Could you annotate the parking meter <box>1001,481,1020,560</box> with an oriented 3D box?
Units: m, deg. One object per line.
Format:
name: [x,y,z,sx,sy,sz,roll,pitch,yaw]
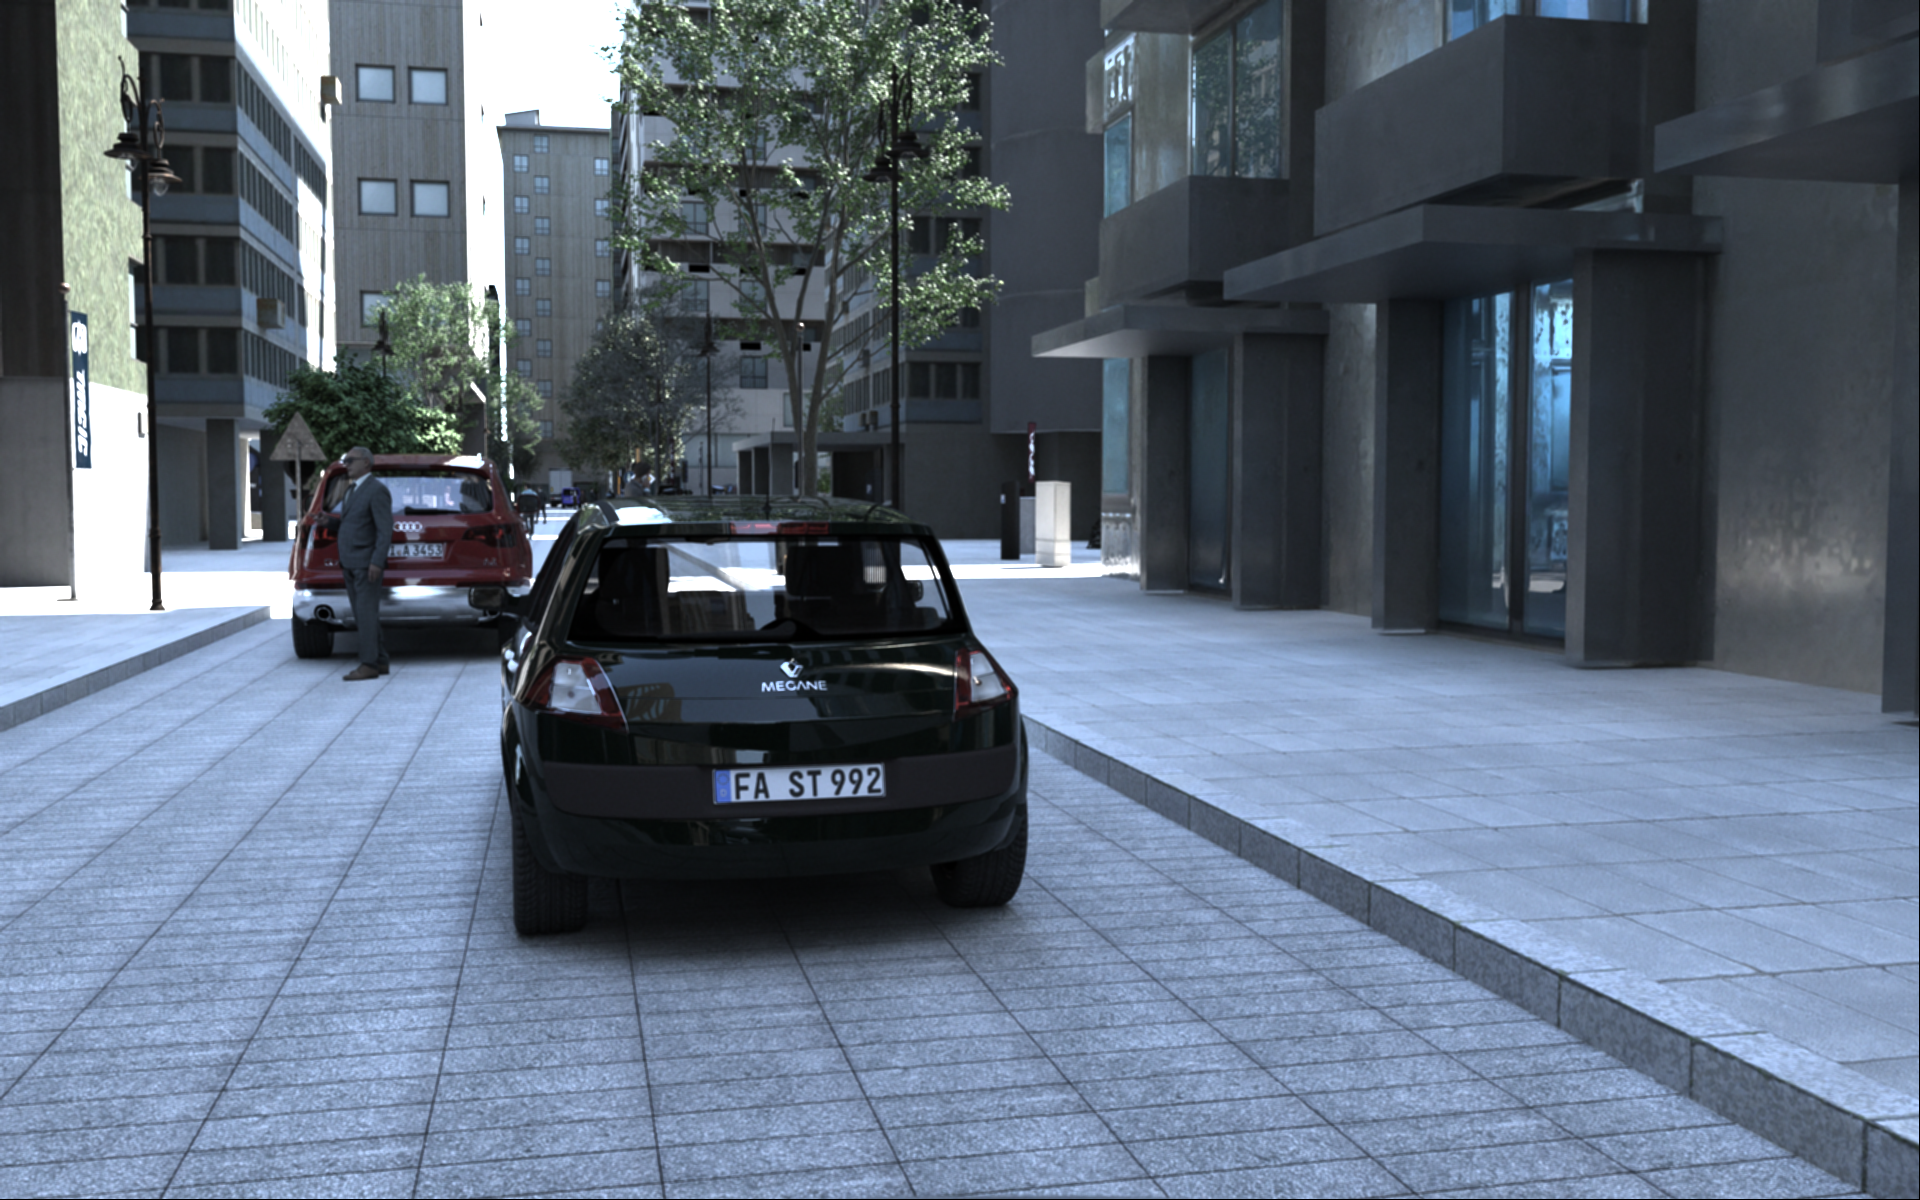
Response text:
parking meter: [0.986,-1.558,33.892,0.372,1.533,0.369,0,3,0]

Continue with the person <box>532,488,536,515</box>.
person: [-29.582,-6.816,120.041,0.679,1.850,0.850,2,4,26]

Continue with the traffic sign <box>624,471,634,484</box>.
traffic sign: [-18.330,-5.891,96.419,0.768,2.556,0.104,0,4,-6]

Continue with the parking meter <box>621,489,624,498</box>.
parking meter: [-18.128,-5.203,93.483,0.372,1.533,0.369,0,3,0]

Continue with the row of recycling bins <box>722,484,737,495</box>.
row of recycling bins: [-8.654,-3.737,68.216,1.069,1.692,3.534,-2,4,-24]

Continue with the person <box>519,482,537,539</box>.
person: [-13.690,-2.846,55.047,0.620,1.820,0.660,3,4,39]

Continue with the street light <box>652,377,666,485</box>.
street light: [-11.883,-5.849,68.411,0.468,5.910,1.993,-1,4,-13]

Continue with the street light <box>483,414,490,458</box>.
street light: [-27.302,-7.780,99.993,0.468,5.910,1.993,-1,4,-13]

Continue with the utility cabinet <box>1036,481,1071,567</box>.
utility cabinet: [1.638,-1.327,30.372,0.318,1.500,1.173,-1,4,-13]

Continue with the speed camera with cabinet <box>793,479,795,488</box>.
speed camera with cabinet: [-10.530,-6.795,105.427,2.038,3.252,0.660,-2,4,-27]

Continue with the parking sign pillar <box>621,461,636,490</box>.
parking sign pillar: [-22.193,-7.851,116.832,1.447,3.967,1.447,1,4,19]

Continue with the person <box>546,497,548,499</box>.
person: [-39.832,-9.554,164.705,1.348,1.824,0.705,0,4,4]

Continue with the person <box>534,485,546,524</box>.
person: [-20.175,-4.580,83.166,0.755,1.850,0.659,2,4,34]

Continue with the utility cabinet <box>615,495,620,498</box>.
utility cabinet: [-27.735,-7.854,139.568,1.020,1.237,0.306,-3,4,-39]

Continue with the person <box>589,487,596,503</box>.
person: [-25.903,-6.999,122.299,0.648,1.900,0.474,2,4,27]

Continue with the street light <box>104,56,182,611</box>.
street light: [-8.833,-2.819,18.878,0.468,5.910,1.993,-1,4,-13]

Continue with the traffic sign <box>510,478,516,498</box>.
traffic sign: [-35.458,-8.362,136.822,0.768,2.556,0.104,-1,4,-10]

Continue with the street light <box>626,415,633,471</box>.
street light: [-18.941,-7.721,99.022,0.468,5.910,1.993,-1,4,-13]

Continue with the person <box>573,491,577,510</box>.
person: [-34.879,-9.059,157.337,0.721,1.736,1.217,-1,4,-12]

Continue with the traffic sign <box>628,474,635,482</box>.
traffic sign: [-14.260,-4.461,76.581,0.795,2.450,0.064,-1,4,-13]

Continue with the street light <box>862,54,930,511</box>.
street light: [-0.705,-2.814,18.803,0.468,5.910,1.993,-1,4,-13]

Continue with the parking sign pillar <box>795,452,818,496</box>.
parking sign pillar: [-8.839,-6.796,99.586,1.447,3.967,1.447,0,4,-1]

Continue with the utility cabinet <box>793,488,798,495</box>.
utility cabinet: [-6.710,-3.625,67.949,1.173,1.500,0.318,-1,4,-17]

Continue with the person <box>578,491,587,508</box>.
person: [-34.926,-9.247,160.235,0.990,1.755,0.434,2,4,25]

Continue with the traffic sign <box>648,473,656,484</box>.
traffic sign: [-12.479,-3.985,68.796,0.795,2.450,0.064,-1,4,-13]

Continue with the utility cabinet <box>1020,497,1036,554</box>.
utility cabinet: [1.438,-1.586,37.100,1.020,1.237,0.306,-1,4,-13]

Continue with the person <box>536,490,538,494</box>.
person: [-39.052,-9.246,159.757,0.705,1.814,1.350,-3,4,-37]

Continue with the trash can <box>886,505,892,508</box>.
trash can: [-1.194,-0.661,22.469,0.748,1.137,0.748,0,3,0]

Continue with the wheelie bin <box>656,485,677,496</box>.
wheelie bin: [-9.813,-3.087,58.380,0.980,1.594,0.693,-2,4,-27]

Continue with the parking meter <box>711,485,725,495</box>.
parking meter: [-6.792,-2.462,48.670,0.372,1.533,0.369,0,3,0]

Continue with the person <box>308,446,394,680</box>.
person: [-4.724,-0.295,13.507,0.661,1.801,0.590,3,5,43]

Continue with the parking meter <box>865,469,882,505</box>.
parking meter: [-2.024,-2.125,40.462,0.255,1.863,0.399,-3,4,-36]

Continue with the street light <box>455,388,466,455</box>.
street light: [-21.798,-6.294,75.692,0.468,5.910,1.993,-1,4,-13]

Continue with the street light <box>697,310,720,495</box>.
street light: [-6.306,-4.326,43.520,0.468,5.910,1.993,-1,4,-13]

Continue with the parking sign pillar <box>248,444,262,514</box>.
parking sign pillar: [-32.963,-5.611,80.209,1.447,3.967,1.447,1,4,9]

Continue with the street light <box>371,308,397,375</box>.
street light: [-14.321,-4.305,43.182,0.468,5.910,1.993,-1,4,-13]

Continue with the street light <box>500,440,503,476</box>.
street light: [-33.054,-9.306,124.944,0.468,5.910,1.993,-1,4,-13]

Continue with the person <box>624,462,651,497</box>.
person: [-4.160,-0.871,22.555,0.447,1.846,0.655,-2,4,-25]

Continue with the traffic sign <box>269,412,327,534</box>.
traffic sign: [-10.455,-1.674,27.376,0.884,2.594,0.081,0,4,-5]

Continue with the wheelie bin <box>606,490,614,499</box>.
wheelie bin: [-27.784,-7.936,137.656,0.693,1.594,0.980,-1,4,-16]
